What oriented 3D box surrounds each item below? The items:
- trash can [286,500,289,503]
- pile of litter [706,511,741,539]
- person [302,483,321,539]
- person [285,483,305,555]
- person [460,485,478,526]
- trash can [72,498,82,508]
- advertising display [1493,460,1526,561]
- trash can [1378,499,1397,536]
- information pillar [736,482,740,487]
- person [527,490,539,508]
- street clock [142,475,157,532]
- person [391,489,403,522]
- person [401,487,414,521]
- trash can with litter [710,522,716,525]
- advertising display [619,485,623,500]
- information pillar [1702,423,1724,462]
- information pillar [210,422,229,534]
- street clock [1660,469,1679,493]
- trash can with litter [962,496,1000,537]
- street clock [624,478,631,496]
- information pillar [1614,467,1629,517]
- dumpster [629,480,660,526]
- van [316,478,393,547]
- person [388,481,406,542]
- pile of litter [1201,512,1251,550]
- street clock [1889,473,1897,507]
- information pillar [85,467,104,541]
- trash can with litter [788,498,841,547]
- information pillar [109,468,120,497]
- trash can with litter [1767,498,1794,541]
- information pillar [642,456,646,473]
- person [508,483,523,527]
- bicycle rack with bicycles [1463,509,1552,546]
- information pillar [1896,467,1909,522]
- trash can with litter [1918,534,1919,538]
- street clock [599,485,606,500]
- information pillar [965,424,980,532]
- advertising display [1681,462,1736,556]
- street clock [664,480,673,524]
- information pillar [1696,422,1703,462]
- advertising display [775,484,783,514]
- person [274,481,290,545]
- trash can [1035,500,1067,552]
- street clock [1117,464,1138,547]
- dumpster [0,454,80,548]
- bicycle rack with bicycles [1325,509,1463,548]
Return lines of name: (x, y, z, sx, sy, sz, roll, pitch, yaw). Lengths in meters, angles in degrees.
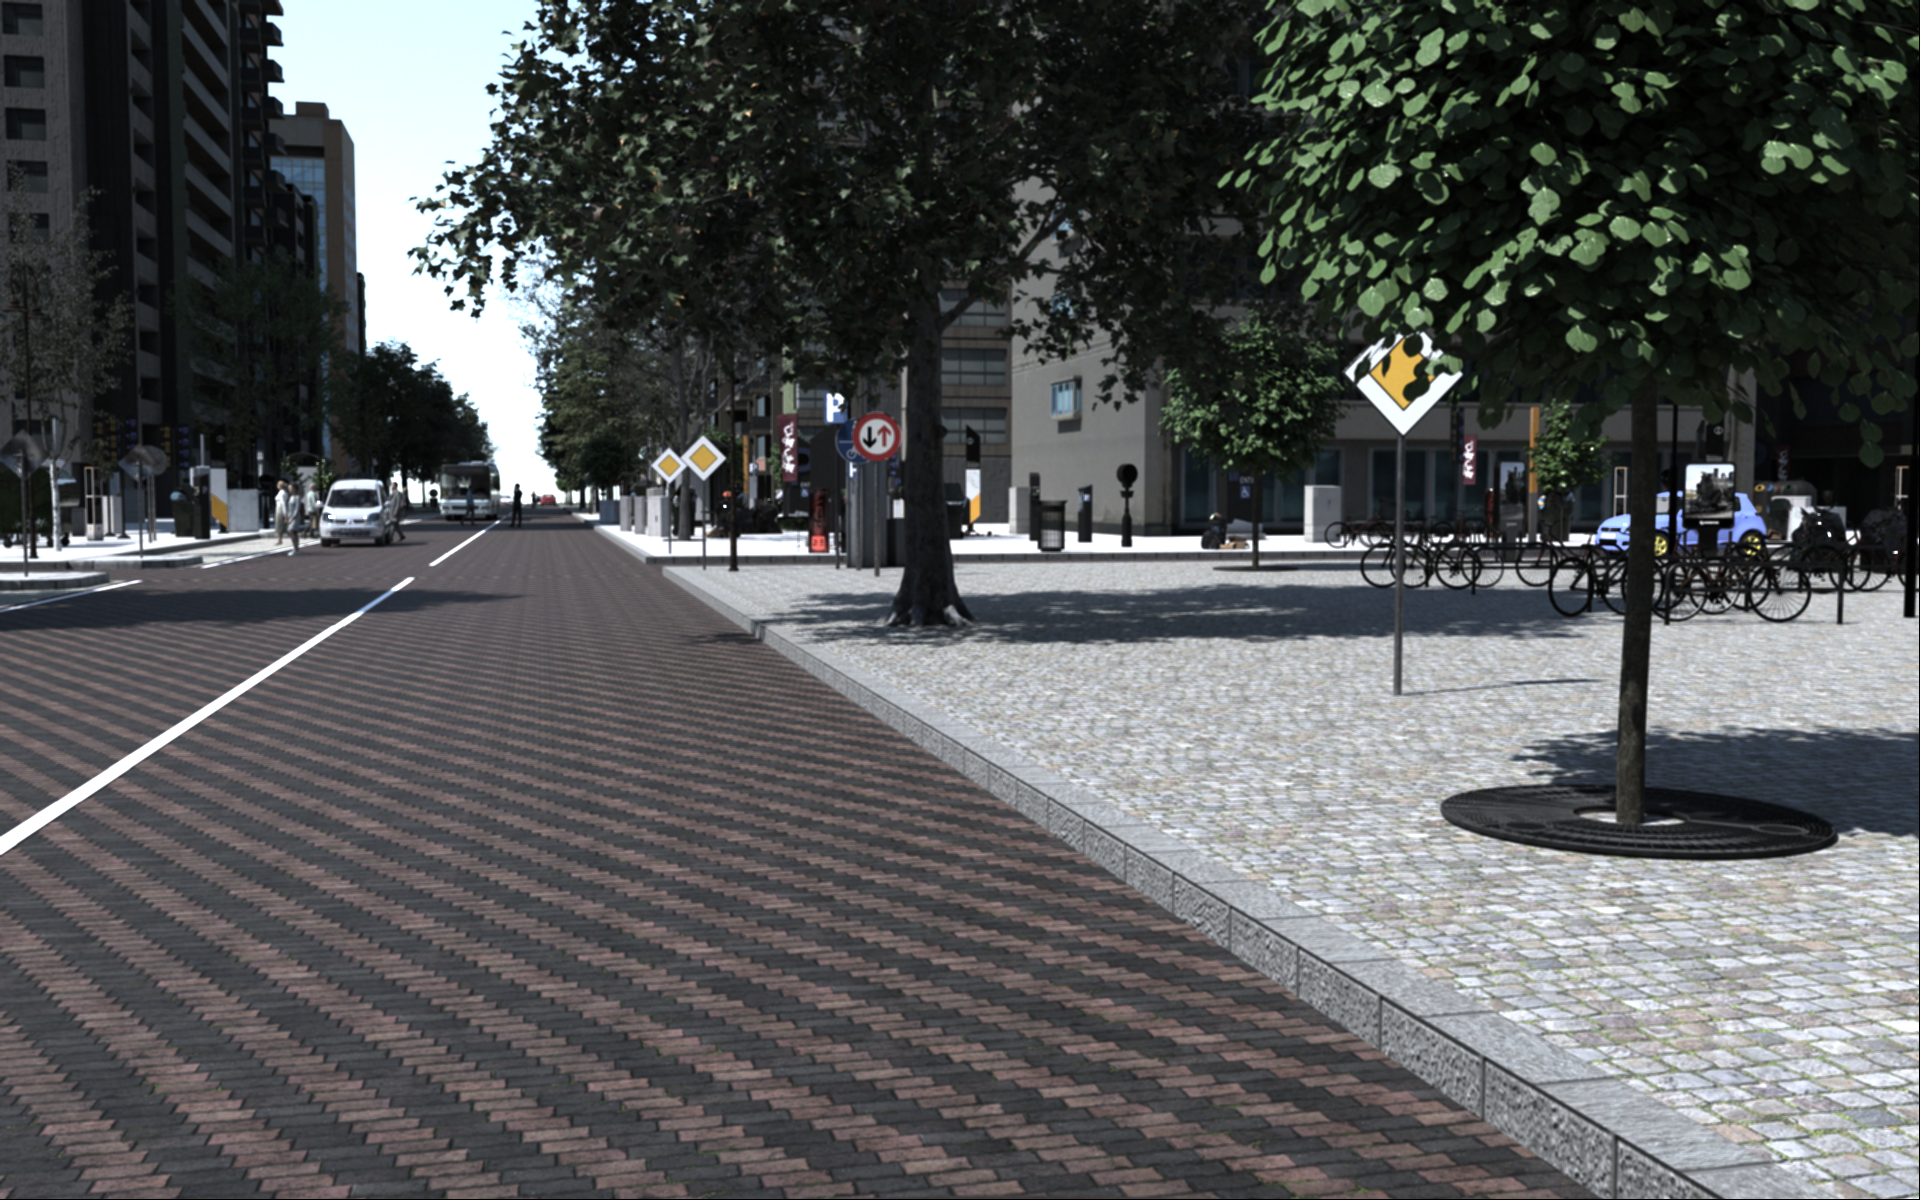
trash can: (-29.412, -3.952, 76.261, 0.748, 1.137, 0.748, 0, 3, 0)
pile of litter: (-6.981, -2.257, 50.867, 1.176, 0.858, 1.719, 1, 4, 15)
person: (-20.437, -2.794, 54.667, 0.515, 1.767, 0.782, -3, 5, -40)
person: (-15.648, -1.909, 40.718, 0.512, 1.701, 0.522, 3, 5, 44)
person: (-22.175, -4.270, 78.178, 0.748, 1.841, 0.638, 0, 4, 0)
trash can: (-36.422, -3.636, 71.103, 0.748, 1.137, 0.748, 0, 3, 0)
advertising display: (10.386, -1.683, 32.739, 0.974, 1.923, 0.123, -3, 5, -42)
trash can: (13.094, -2.518, 52.817, 0.748, 1.137, 0.748, 0, 3, 0)
information pillar: (-13.358, -6.070, 103.732, 0.304, 2.012, 0.304, -3, 4, -36)
person: (-43.529, -10.292, 176.779, 1.348, 1.823, 0.705, 1, 4, 17)
street clock: (-27.215, -3.279, 58.189, 0.471, 2.002, 0.358, -1, 4, -18)
person: (-28.773, -4.860, 88.301, 0.623, 1.781, 0.721, 2, 4, 24)
person: (-28.951, -5.005, 90.513, 0.728, 1.800, 0.709, 2, 4, 31)
trash can with litter: (-10.123, -3.723, 72.258, 0.624, 1.170, 1.055, 0, 4, 1)
advertising display: (-20.220, -6.037, 103.915, 0.123, 1.923, 0.974, 0, 4, 8)
information pillar: (21.282, -3.517, 48.861, 0.504, 3.616, 0.183, 1, 4, 18)
information pillar: (-24.072, -3.970, 56.270, 0.504, 3.616, 0.183, -2, 4, -26)
street clock: (20.453, -2.778, 49.989, 0.471, 2.002, 0.358, 2, 4, 34)
trash can with litter: (0.459, -2.538, 52.546, 2.233, 1.210, 1.678, -3, 5, -40)
street clock: (-14.532, -4.366, 75.947, 0.358, 2.002, 0.471, -1, 4, -17)
information pillar: (18.160, -2.635, 47.567, 0.304, 2.012, 0.304, 2, 4, 33)
dumpster: (-12.922, -3.999, 71.144, 1.264, 1.857, 1.865, -1, 4, -13)
van: (-16.873, -2.532, 48.409, 2.013, 2.044, 4.112, -1, 4, -15)
person: (-17.122, -2.677, 52.370, 0.767, 1.812, 0.694, -3, 4, -36)
pile of litter: (6.281, -1.623, 40.498, 1.719, 0.858, 1.176, -3, 5, -44)
street clock: (32.535, -3.407, 60.274, 0.358, 2.002, 0.471, 0, 4, 2)
information pillar: (-23.757, -2.632, 47.530, 0.304, 2.012, 0.304, 2, 4, 24)
trash can with litter: (-2.957, -1.911, 42.302, 2.233, 1.210, 1.678, 1, 4, 14)
information pillar: (-32.109, -4.548, 65.716, 0.504, 3.616, 0.183, 2, 4, 24)
trash can with litter: (22.374, -2.195, 47.274, 0.624, 1.170, 1.055, 2, 4, 33)
information pillar: (-19.165, -6.942, 104.849, 0.504, 3.616, 0.183, 2, 4, 33)
person: (-19.426, -4.154, 75.778, 0.648, 1.900, 0.474, 3, 4, 38)
bicycle rack with bicycles: (13.386, -1.784, 42.551, 2.852, 0.926, 2.925, 1, 4, 14)
information pillar: (25.230, -2.558, 46.319, 0.304, 2.012, 0.304, 1, 4, 12)
trash can with litter: (27.944, -2.411, 50.483, 1.678, 1.210, 2.233, -3, 5, -44)
street clock: (-20.156, -5.701, 97.780, 0.471, 2.002, 0.358, 3, 4, 38)
information pillar: (0.431, -4.085, 58.142, 0.504, 3.616, 0.183, 1, 4, 9)
advertising display: (14.935, -1.796, 34.572, 0.974, 1.923, 0.123, 1, 4, 13)
street clock: (-12.492, -4.272, 74.411, 0.358, 2.002, 0.471, 2, 4, 31)
information pillar: (23.116, -3.840, 54.137, 0.183, 3.616, 0.504, 3, 5, 43)
advertising display: (-11.661, -6.532, 112.003, 0.123, 1.923, 0.974, -3, 4, -37)
person: (-18.789, -2.413, 48.186, 0.641, 1.798, 0.478, 0, 3, 0)
trash can: (2.018, -1.632, 38.343, 0.748, 1.137, 0.748, 0, 3, 0)
street clock: (4.035, -2.280, 41.850, 0.471, 2.002, 0.358, -2, 4, -32)
dumpster: (-22.346, -2.410, 41.902, 1.502, 2.255, 1.985, -1, 4, -13)
bicycle rack with bicycles: (10.397, -1.726, 41.607, 2.925, 0.926, 2.852, 1, 4, 20)
